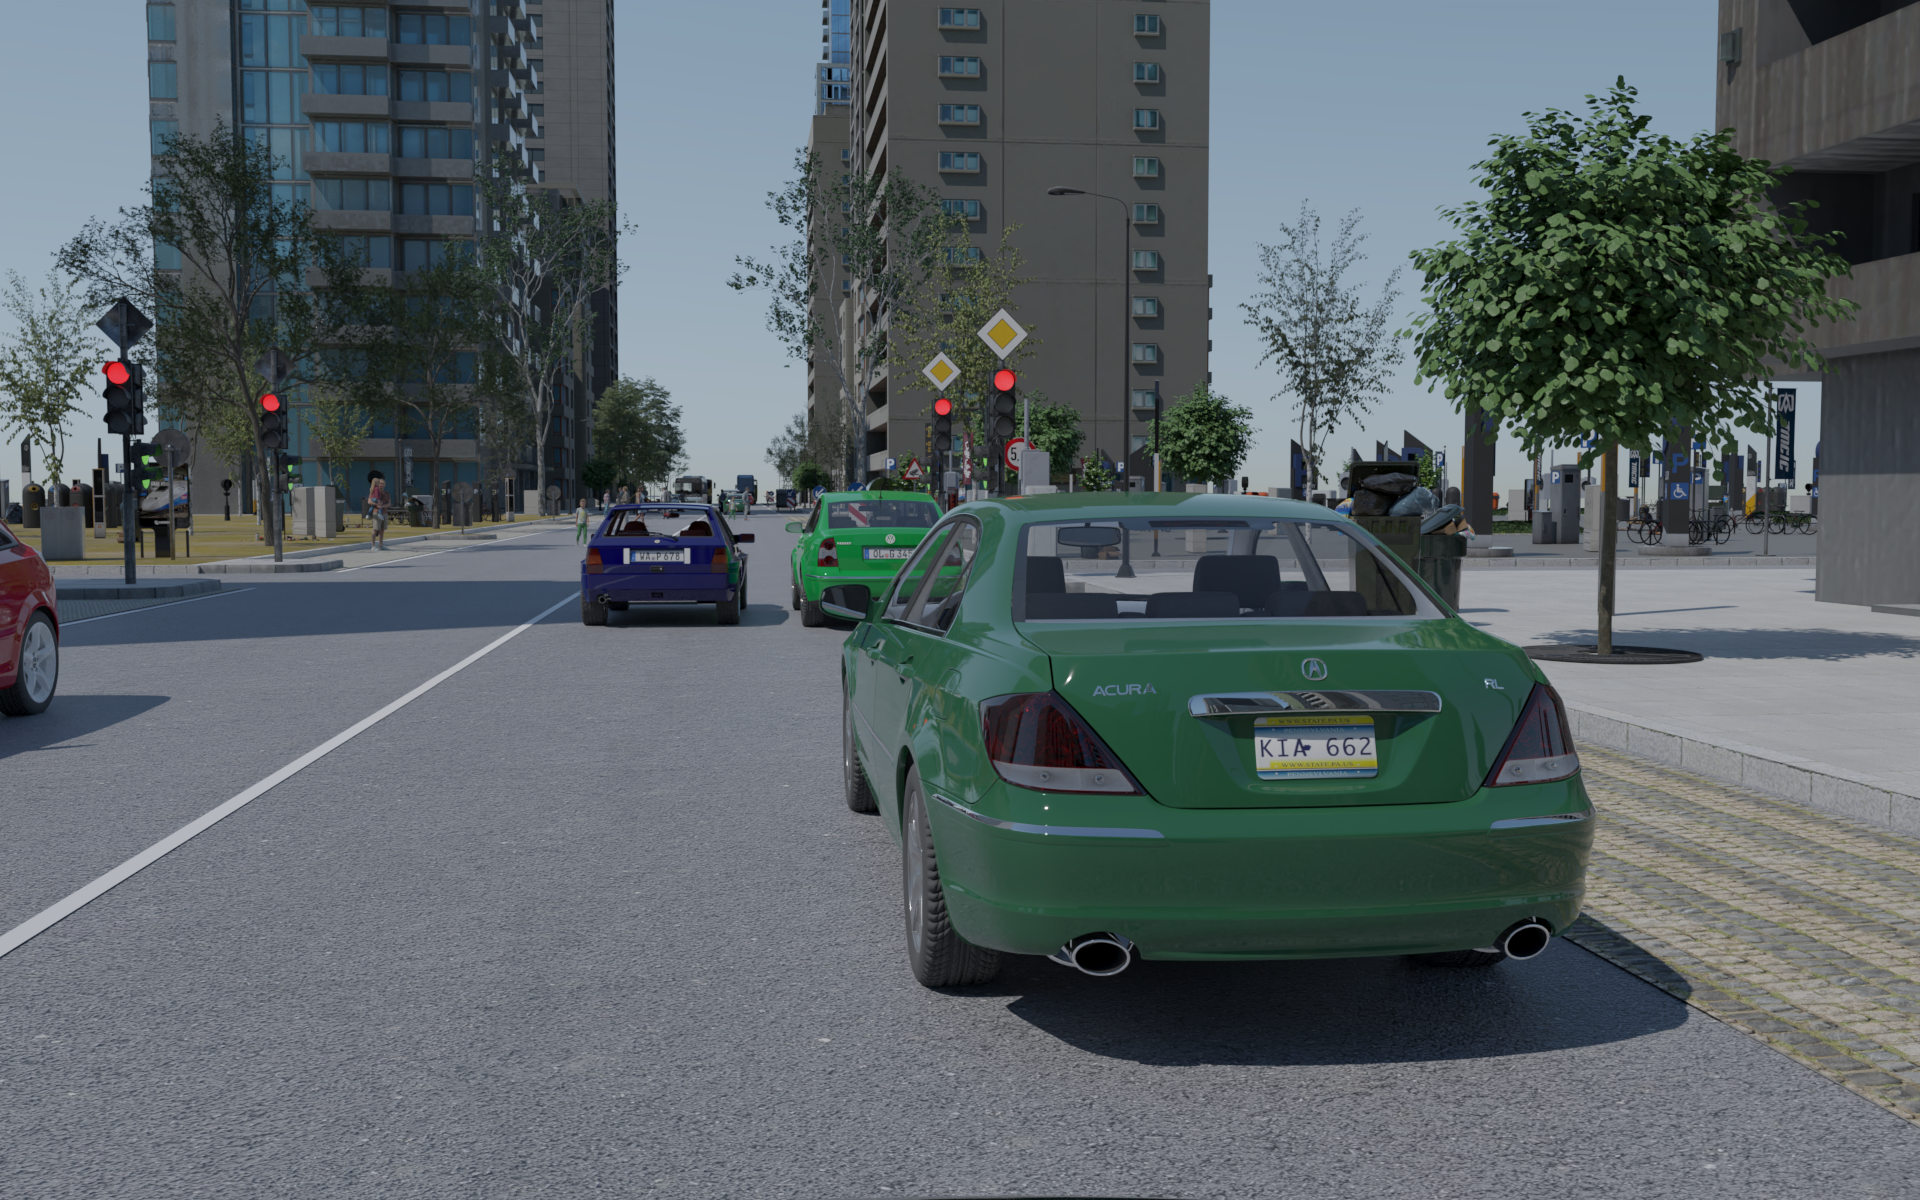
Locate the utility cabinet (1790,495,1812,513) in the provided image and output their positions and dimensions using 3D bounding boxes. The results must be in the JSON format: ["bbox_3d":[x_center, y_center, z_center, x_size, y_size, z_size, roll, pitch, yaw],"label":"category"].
[{"bbox_3d":[39.533,-4.292,81.343,0.306,1.237,1.020,-2,4,-30],"label":"utility cabinet"}]

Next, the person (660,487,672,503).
[{"bbox_3d":[-16.630,-5.465,97.954,0.679,1.850,0.850,-1,4,-18],"label":"person"}]

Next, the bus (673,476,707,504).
[{"bbox_3d":[-26.014,-10.572,167.706,2.948,3.499,13.247,0,4,-6],"label":"bus"}]

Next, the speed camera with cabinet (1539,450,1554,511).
[{"bbox_3d":[26.027,-5.084,77.452,0.660,3.252,2.038,0,4,-1],"label":"speed camera with cabinet"}]

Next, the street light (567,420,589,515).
[{"bbox_3d":[-23.875,-8.306,108.349,1.470,5.913,1.316,0,4,-7],"label":"street light"}]

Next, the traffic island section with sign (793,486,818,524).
[{"bbox_3d":[-6.926,-4.592,83.709,1.989,1.847,2.006,0,4,-7],"label":"traffic island section with sign"}]

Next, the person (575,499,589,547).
[{"bbox_3d":[-10.205,-2.079,46.741,0.306,1.304,0.590,-2,4,-35],"label":"person"}]

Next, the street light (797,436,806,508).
[{"bbox_3d":[-12.064,-10.150,138.494,1.470,5.913,1.316,0,4,-7],"label":"street light"}]

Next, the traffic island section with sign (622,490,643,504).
[{"bbox_3d":[-25.434,-7.545,131.988,1.989,1.847,2.006,0,4,-7],"label":"traffic island section with sign"}]

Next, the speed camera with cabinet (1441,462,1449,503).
[{"bbox_3d":[30.116,-6.962,108.167,0.660,3.252,2.038,1,4,12],"label":"speed camera with cabinet"}]

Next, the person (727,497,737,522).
[{"bbox_3d":[-11.807,-4.711,89.773,0.590,1.304,0.306,2,4,35],"label":"person"}]

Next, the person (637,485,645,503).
[{"bbox_3d":[-14.033,-4.115,75.866,0.778,1.811,0.616,1,4,8],"label":"person"}]

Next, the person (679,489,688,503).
[{"bbox_3d":[-21.994,-7.893,137.559,0.705,1.824,1.348,1,4,19],"label":"person"}]

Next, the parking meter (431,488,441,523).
[{"bbox_3d":[-22.908,-4.118,75.735,0.372,1.533,0.369,0,3,0],"label":"parking meter"}]

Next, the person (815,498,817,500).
[{"bbox_3d":[-8.079,-5.189,97.610,0.475,1.303,0.640,-2,4,-24],"label":"person"}]

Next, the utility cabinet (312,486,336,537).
[{"bbox_3d":[-18.665,-2.586,50.962,0.318,1.500,1.173,-2,4,-34],"label":"utility cabinet"}]

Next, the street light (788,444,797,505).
[{"bbox_3d":[-15.079,-11.575,161.793,1.470,5.913,1.316,0,4,-7],"label":"street light"}]

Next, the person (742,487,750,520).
[{"bbox_3d":[-11.661,-5.256,94.542,0.391,1.810,0.635,0,4,2],"label":"person"}]

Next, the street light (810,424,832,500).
[{"bbox_3d":[-9.107,-8.725,115.198,1.470,5.913,1.316,0,4,-7],"label":"street light"}]

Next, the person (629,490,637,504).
[{"bbox_3d":[-22.529,-6.805,120.486,0.721,1.735,1.217,3,5,43],"label":"person"}]

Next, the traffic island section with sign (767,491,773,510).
[{"bbox_3d":[-16.450,-9.209,159.196,1.989,1.847,2.006,0,4,-7],"label":"traffic island section with sign"}]

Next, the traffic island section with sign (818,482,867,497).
[{"bbox_3d":[-3.541,-2.956,56.966,1.989,1.847,2.006,0,4,-7],"label":"traffic island section with sign"}]

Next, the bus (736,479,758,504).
[{"bbox_3d":[-31.032,-15.966,252.587,2.896,3.916,12.252,-1,4,-9],"label":"bus"}]

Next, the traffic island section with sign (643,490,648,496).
[{"bbox_3d":[-28.818,-9.181,158.730,1.989,1.847,2.006,0,4,-7],"label":"traffic island section with sign"}]

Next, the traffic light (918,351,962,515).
[{"bbox_3d":[-0.387,-2.767,34.167,0.839,4.253,0.868,0,4,-7],"label":"traffic light"}]

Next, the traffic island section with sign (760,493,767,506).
[{"bbox_3d":[-26.925,-14.283,242.158,1.989,1.847,2.006,0,4,-7],"label":"traffic island section with sign"}]

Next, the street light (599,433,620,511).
[{"bbox_3d":[-26.777,-9.725,131.550,1.470,5.913,1.316,0,4,-7],"label":"street light"}]

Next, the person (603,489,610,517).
[{"bbox_3d":[-21.937,-6.003,107.485,0.643,1.720,0.563,-2,4,-35],"label":"person"}]

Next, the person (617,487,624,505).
[{"bbox_3d":[-19.582,-5.617,100.309,0.822,1.834,0.622,-3,4,-37],"label":"person"}]

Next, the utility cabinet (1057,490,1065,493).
[{"bbox_3d":[6.008,-5.841,104.183,0.318,1.500,1.173,1,4,21],"label":"utility cabinet"}]

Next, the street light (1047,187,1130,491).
[{"bbox_3d":[2.014,-3.295,26.408,1.470,5.913,1.316,0,4,-7],"label":"street light"}]

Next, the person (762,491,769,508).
[{"bbox_3d":[-20.199,-10.467,180.160,0.750,1.759,0.617,0,4,-1],"label":"person"}]

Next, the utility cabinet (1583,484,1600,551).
[{"bbox_3d":[14.171,-1.837,38.714,0.318,1.500,1.173,1,4,12],"label":"utility cabinet"}]

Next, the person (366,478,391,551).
[{"bbox_3d":[-14.599,-2.141,43.476,0.573,1.828,0.580,0,4,-5],"label":"person"}]

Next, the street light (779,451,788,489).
[{"bbox_3d":[-19.506,-13.741,197.208,1.470,5.913,1.316,0,4,-7],"label":"street light"}]

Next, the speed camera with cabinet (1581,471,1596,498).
[{"bbox_3d":[33.173,-6.055,93.337,2.038,3.252,0.660,3,5,41],"label":"speed camera with cabinet"}]

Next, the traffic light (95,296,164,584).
[{"bbox_3d":[-11.848,-2.186,24.661,0.839,4.253,0.868,0,4,-7],"label":"traffic light"}]

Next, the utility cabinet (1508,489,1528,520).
[{"bbox_3d":[26.735,-4.513,82.468,1.173,1.500,0.318,1,4,21],"label":"utility cabinet"}]

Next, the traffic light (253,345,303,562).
[{"bbox_3d":[-12.848,-2.670,32.583,0.839,4.253,0.868,0,4,-7],"label":"traffic light"}]

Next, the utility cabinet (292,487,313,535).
[{"bbox_3d":[-20.458,-2.770,53.973,0.318,1.500,1.173,-3,5,-41],"label":"utility cabinet"}]

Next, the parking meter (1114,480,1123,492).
[{"bbox_3d":[6.659,-4.080,72.419,0.399,1.863,0.255,1,4,18],"label":"parking meter"}]

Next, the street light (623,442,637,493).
[{"bbox_3d":[-29.821,-11.135,154.597,1.470,5.913,1.316,0,4,-7],"label":"street light"}]

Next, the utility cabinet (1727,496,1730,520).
[{"bbox_3d":[33.123,-3.933,75.473,1.020,1.237,0.306,-3,4,-36],"label":"utility cabinet"}]

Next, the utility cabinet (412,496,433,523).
[{"bbox_3d":[-23.555,-3.965,75.987,0.306,1.237,1.020,2,4,24],"label":"utility cabinet"}]

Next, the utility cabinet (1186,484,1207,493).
[{"bbox_3d":[5.177,-1.786,37.888,0.318,1.500,1.173,0,3,0],"label":"utility cabinet"}]

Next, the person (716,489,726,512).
[{"bbox_3d":[-18.593,-7.754,135.266,0.705,1.826,1.348,1,4,23],"label":"person"}]

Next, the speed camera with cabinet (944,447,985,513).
[{"bbox_3d":[0.236,-4.777,72.442,2.038,3.252,0.660,-1,4,-15],"label":"speed camera with cabinet"}]

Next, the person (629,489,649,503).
[{"bbox_3d":[-20.343,-6.191,109.810,1.348,1.812,0.705,0,4,4],"label":"person"}]

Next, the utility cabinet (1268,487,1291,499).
[{"bbox_3d":[10.042,-2.793,54.339,0.318,1.500,1.173,2,4,33],"label":"utility cabinet"}]

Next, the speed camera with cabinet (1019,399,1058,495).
[{"bbox_3d":[1.612,-2.513,35.431,0.660,3.252,2.038,0,4,-3],"label":"speed camera with cabinet"}]

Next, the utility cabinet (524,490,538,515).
[{"bbox_3d":[-25.789,-5.889,104.965,1.173,1.500,0.318,0,4,3],"label":"utility cabinet"}]

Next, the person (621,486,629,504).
[{"bbox_3d":[-14.344,-3.980,74.114,0.362,1.759,0.519,0,4,2],"label":"person"}]

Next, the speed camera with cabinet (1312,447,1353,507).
[{"bbox_3d":[15.715,-4.790,72.650,2.038,3.252,0.660,3,5,40],"label":"speed camera with cabinet"}]

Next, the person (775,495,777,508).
[{"bbox_3d":[-18.692,-10.298,177.816,0.756,1.711,0.436,-3,4,-37],"label":"person"}]

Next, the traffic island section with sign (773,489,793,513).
[{"bbox_3d":[-13.077,-7.573,132.452,1.989,1.847,2.006,0,4,-7],"label":"traffic island section with sign"}]

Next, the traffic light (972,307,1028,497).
[{"bbox_3d":[0.613,-2.283,26.245,0.839,4.253,0.868,0,4,-7],"label":"traffic light"}]

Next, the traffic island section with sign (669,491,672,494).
[{"bbox_3d":[-39.057,-14.139,239.805,1.989,1.847,2.006,0,4,-7],"label":"traffic island section with sign"}]

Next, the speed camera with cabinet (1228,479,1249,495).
[{"bbox_3d":[16.859,-6.790,105.345,0.660,3.252,2.038,-2,4,-23],"label":"speed camera with cabinet"}]
